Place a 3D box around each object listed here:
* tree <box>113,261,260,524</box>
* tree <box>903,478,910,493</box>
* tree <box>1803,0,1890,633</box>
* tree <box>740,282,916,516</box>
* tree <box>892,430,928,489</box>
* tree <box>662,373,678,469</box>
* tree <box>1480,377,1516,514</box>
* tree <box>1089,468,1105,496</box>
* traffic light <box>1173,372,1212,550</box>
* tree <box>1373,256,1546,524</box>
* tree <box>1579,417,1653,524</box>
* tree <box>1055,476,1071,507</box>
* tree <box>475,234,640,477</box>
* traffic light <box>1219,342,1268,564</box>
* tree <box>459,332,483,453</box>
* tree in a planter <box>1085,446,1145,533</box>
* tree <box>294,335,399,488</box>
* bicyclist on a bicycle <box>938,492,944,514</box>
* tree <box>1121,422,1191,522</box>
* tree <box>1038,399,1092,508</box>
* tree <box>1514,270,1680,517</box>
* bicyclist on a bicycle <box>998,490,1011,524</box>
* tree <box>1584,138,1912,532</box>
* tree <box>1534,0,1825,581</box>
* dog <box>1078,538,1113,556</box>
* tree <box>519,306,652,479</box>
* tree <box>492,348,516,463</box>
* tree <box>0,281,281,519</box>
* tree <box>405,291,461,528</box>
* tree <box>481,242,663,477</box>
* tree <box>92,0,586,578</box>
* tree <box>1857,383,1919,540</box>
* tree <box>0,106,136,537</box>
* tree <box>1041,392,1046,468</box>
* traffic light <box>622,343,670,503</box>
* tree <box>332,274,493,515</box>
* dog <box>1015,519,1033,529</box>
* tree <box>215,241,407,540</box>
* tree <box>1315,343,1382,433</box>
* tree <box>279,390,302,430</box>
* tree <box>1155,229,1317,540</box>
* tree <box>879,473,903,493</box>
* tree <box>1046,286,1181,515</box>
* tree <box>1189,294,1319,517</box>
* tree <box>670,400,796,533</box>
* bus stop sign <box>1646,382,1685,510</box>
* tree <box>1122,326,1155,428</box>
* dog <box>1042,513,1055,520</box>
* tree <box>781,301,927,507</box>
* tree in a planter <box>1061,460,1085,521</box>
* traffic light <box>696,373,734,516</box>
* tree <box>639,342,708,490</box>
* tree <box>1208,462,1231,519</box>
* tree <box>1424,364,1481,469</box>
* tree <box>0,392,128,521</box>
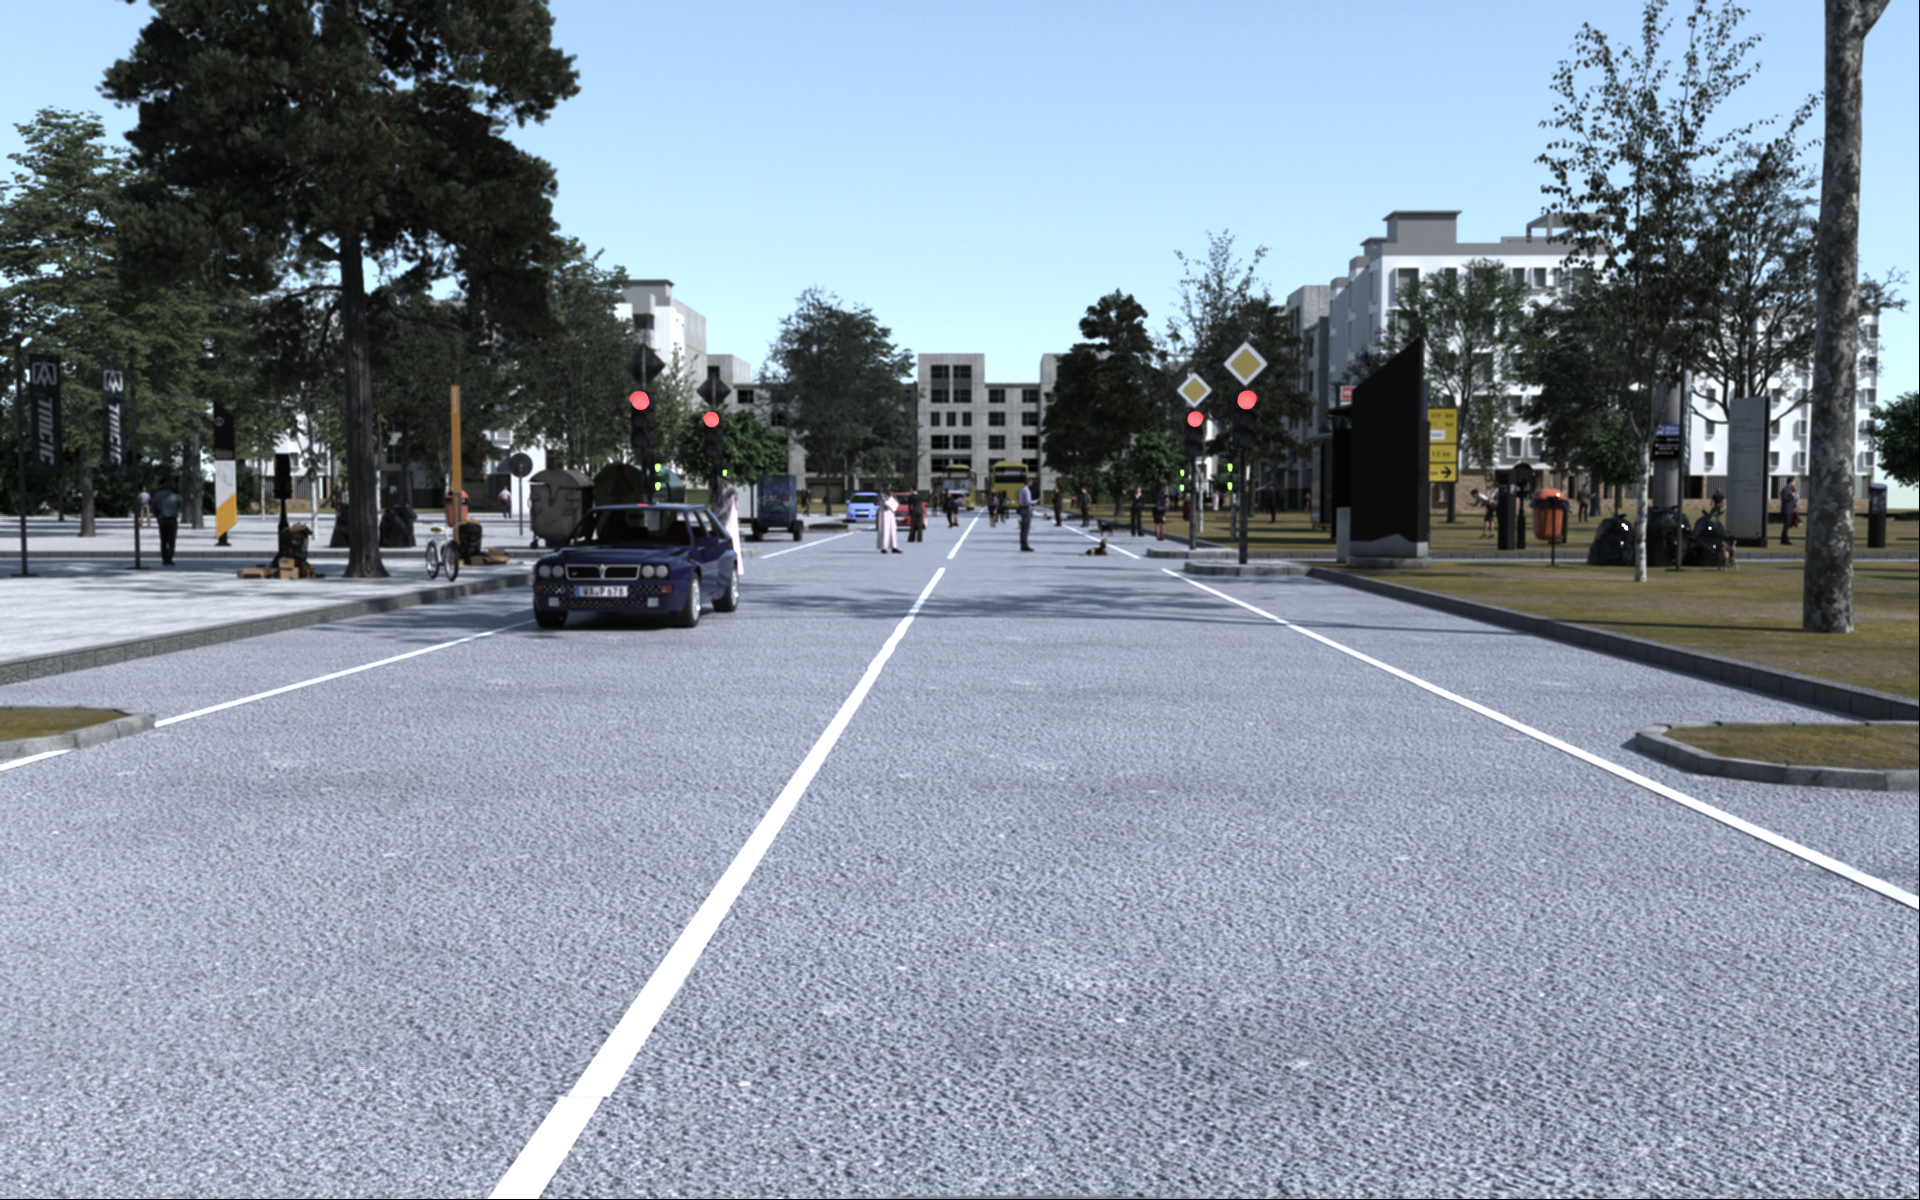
[{"bbox_3d":[-33.535,-9.348,74.890,6.751,12.117,7.091,0,3,0],"label":"tree"},{"bbox_3d":[-5.558,-10.015,158.338,1.663,3.219,1.824,0,3,0],"label":"tree"},{"bbox_3d":[8.978,-9.692,14.357,12.611,20.169,13.585,0,3,0],"label":"tree"},{"bbox_3d":[-7.838,-11.667,101.118,12.009,13.543,11.850,0,3,0],"label":"tree"},{"bbox_3d":[-5.723,-14.749,191.512,4.360,8.622,3.978,0,3,0],"label":"tree"},{"bbox_3d":[-13.037,-7.074,66.018,4.360,8.622,3.978,0,3,0],"label":"tree"},{"bbox_3d":[32.741,-9.638,107.940,4.737,8.622,4.395,0,3,0],"label":"tree"},{"bbox_3d":[10.091,-8.226,129.096,1.663,3.219,1.824,0,3,0],"label":"tree"},{"bbox_3d":[5.320,-3.081,39.622,0.839,4.213,0.868,0,4,1],"label":"traffic light"},{"bbox_3d":[21.660,-9.153,75.401,9.928,11.665,9.643,0,3,0],"label":"tree"},{"bbox_3d":[28.027,-5.508,73.774,4.285,4.588,4.351,0,3,0],"label":"tree"},{"bbox_3d":[10.147,-11.008,174.588,1.663,3.219,1.824,0,3,0],"label":"tree"},{"bbox_3d":[-17.415,-9.682,76.432,7.486,12.596,7.792,0,3,0],"label":"tree"},{"bbox_3d":[5.169,-2.593,31.638,0.839,4.213,0.868,0,4,1],"label":"traffic light"},{"bbox_3d":[-18.782,-6.939,63.818,4.360,8.622,3.978,0,3,0],"label":"tree"},{"bbox_3d":[5.831,-4.125,64.658,1.991,3.239,1.994,0,4,1],"label":"tree in a planter"},{"bbox_3d":[-27.252,-7.768,77.363,4.737,8.622,4.395,0,3,0],"label":"tree"},{"bbox_3d":[-1.338,-7.028,124.930,1.499,1.676,1.625,0,3,0],"label":"bicyclist on a bicycle"},{"bbox_3d":[8.976,-5.818,78.843,4.285,4.588,4.351,0,3,0],"label":"tree"},{"bbox_3d":[10.608,-14.601,160.782,6.751,12.117,7.091,0,3,0],"label":"tree"},{"bbox_3d":[36.340,-11.727,98.396,9.857,13.997,8.962,0,3,0],"label":"tree"},{"bbox_3d":[2.127,-4.461,82.957,1.499,1.676,1.625,0,4,2],"label":"bicyclist on a bicycle"},{"bbox_3d":[26.711,-9.104,59.215,12.009,13.543,11.850,0,3,0],"label":"tree"},{"bbox_3d":[10.242,-4.581,25.269,4.360,8.622,3.978,0,3,0],"label":"tree"},{"bbox_3d":[3.173,-1.239,40.452,0.748,0.427,0.550,1,4,23],"label":"dog"},{"bbox_3d":[-20.572,-10.372,95.332,9.928,11.665,9.643,0,3,0],"label":"tree"},{"bbox_3d":[-31.126,-11.350,107.631,6.751,12.117,7.091,0,3,0],"label":"tree"},{"bbox_3d":[-50.892,-12.633,108.363,18.604,14.587,13.155,0,4,-3],"label":"tree"},{"bbox_3d":[-18.325,-6.314,53.598,4.360,8.622,3.978,0,3,0],"label":"tree"},{"bbox_3d":[-11.208,-6.077,49.724,4.360,8.622,3.978,0,3,0],"label":"tree"},{"bbox_3d":[-9.395,-7.257,26.073,7.806,13.903,7.818,0,3,0],"label":"tree"},{"bbox_3d":[27.054,-3.967,48.580,4.285,4.588,4.351,0,3,0],"label":"tree"},{"bbox_3d":[-26.110,-8.174,51.778,7.486,12.596,7.792,0,3,0],"label":"tree"},{"bbox_3d":[10.613,-14.814,149.631,7.806,13.903,7.818,0,3,0],"label":"tree"},{"bbox_3d":[-5.791,-2.605,31.829,0.839,4.213,0.868,0,4,1],"label":"traffic light"},{"bbox_3d":[-27.057,-9.928,84.380,6.751,12.117,7.091,0,3,0],"label":"tree"},{"bbox_3d":[2.625,-3.086,70.641,0.748,0.427,0.550,3,4,37],"label":"dog"},{"bbox_3d":[-18.334,-5.990,48.297,4.360,8.622,3.978,0,3,0],"label":"tree"},{"bbox_3d":[25.697,-10.600,107.723,7.601,10.594,8.767,0,4,-5],"label":"tree"},{"bbox_3d":[-28.119,-8.833,62.547,7.486,12.596,7.792,0,3,0],"label":"tree"},{"bbox_3d":[7.644,-5.965,47.883,4.360,8.622,3.978,0,3,0],"label":"tree"},{"bbox_3d":[-6.129,-9.134,143.946,1.663,3.219,1.824,0,3,0],"label":"tree"},{"bbox_3d":[9.473,-12.077,104.882,7.806,13.903,7.818,0,3,0],"label":"tree"},{"bbox_3d":[16.065,-10.567,94.828,6.751,12.117,7.091,0,3,0],"label":"tree"},{"bbox_3d":[-7.839,-4.485,57.050,4.285,4.588,4.351,0,3,0],"label":"tree"},{"bbox_3d":[16.805,-3.189,41.154,0.837,3.901,0.837,1,4,12],"label":"bus stop sign"},{"bbox_3d":[7.913,-6.605,58.361,4.360,8.622,3.978,0,3,0],"label":"tree"},{"bbox_3d":[4.900,-4.622,95.767,0.748,0.427,0.550,1,4,16],"label":"dog"},{"bbox_3d":[-7.122,-12.710,114.471,9.857,13.997,8.962,0,3,0],"label":"tree"},{"bbox_3d":[6.343,-5.781,91.733,1.991,3.239,1.994,0,4,1],"label":"tree in a planter"},{"bbox_3d":[-5.639,-3.093,39.813,0.839,4.213,0.868,0,4,1],"label":"traffic light"},{"bbox_3d":[-14.334,-8.205,84.514,4.737,8.622,4.395,0,3,0],"label":"tree"},{"bbox_3d":[13.597,-5.814,89.654,1.663,3.219,1.824,0,3,0],"label":"tree"},{"bbox_3d":[23.835,-8.598,90.932,4.737,8.622,4.395,0,3,0],"label":"tree"},{"bbox_3d":[-50.599,-7.240,81.275,20.602,7.101,11.467,-2,4,-30],"label":"tree"}]
